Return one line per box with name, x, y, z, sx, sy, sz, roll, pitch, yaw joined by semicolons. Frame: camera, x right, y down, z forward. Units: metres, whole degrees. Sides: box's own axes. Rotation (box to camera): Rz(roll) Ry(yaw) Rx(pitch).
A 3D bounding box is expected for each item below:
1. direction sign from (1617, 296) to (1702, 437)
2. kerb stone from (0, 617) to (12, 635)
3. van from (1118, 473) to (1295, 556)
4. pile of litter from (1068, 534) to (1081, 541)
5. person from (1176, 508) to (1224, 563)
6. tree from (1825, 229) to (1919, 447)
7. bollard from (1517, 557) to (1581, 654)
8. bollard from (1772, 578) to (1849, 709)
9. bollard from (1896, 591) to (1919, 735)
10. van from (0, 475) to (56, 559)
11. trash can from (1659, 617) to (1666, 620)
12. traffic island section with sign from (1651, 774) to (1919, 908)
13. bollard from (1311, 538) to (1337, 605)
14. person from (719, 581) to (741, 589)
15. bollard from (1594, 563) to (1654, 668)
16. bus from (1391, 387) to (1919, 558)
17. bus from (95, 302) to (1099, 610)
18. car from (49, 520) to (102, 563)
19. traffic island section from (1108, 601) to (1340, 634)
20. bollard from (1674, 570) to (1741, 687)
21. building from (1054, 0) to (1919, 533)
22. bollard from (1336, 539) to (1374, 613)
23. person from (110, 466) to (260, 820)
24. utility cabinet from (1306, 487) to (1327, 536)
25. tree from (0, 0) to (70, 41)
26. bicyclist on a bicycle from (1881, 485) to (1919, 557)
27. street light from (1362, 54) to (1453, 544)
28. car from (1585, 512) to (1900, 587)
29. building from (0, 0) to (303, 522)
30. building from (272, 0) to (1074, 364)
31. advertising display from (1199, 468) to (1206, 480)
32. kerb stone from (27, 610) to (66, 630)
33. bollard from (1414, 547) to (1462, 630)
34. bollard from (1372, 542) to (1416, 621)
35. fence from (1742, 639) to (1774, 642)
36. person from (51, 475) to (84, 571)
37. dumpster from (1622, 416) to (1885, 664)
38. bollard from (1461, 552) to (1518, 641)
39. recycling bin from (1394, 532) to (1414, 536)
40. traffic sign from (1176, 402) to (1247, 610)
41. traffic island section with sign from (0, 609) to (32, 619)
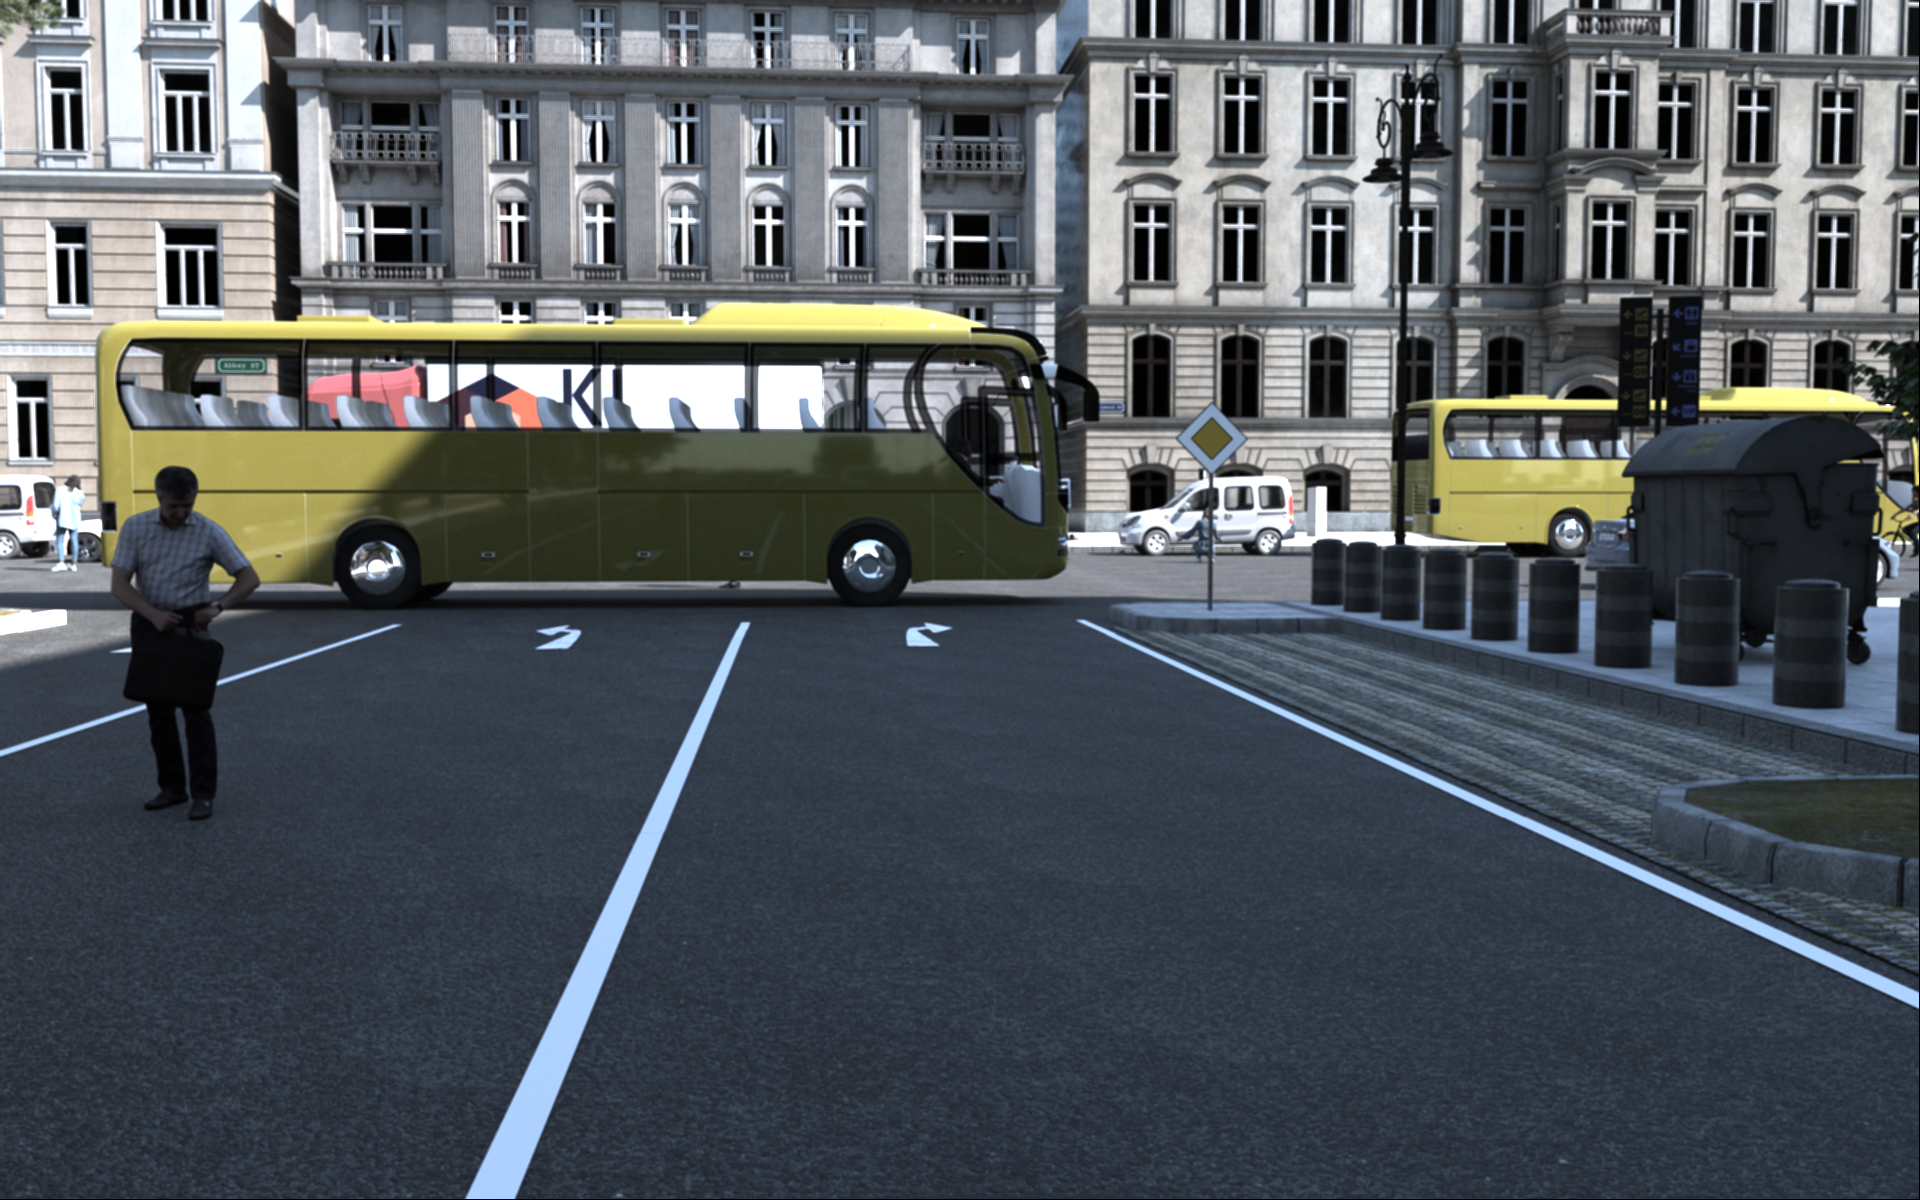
direction sign;8.045;-1.712;19.989;0.876;3.537;0.379;1;4;13
kerb stone;-9.806;0.280;17.624;0.120;0.150;1.000;0;4;-5
van;5.793;-2.076;40.946;4.112;2.044;2.013;0;4;-3
pile of litter;2.555;-2.093;48.192;1.176;0.858;1.719;-3;5;-42
person;5.030;-1.358;36.196;1.012;1.151;0.738;0;4;5
tree;6.568;-0.985;10.701;1.663;3.219;1.824;0;3;0
bollard;4.838;0.037;14.106;0.404;0.777;0.398;0;3;0
bollard;5.163;0.257;10.516;0.404;0.777;0.398;0;3;0
bollard;5.274;0.330;9.319;0.404;0.777;0.398;0;3;0
van;-22.362;-1.935;38.641;4.112;2.044;2.013;0;4;-4
trash can;7.322;-0.376;17.808;0.748;1.137;0.748;0;3;0
traffic island section with sign;3.901;0.111;6.815;1.989;1.847;2.006;0;4;-5
bollard;4.285;-0.330;20.114;0.404;0.777;0.398;0;3;0
person;-3.507;-1.084;26.349;0.434;1.807;0.598;2;4;29
bollard;4.947;0.111;12.909;0.404;0.777;0.398;0;3;0
bus;16.349;-2.981;40.288;12.252;3.916;2.896;0;4;-7
bus;-4.468;-1.904;22.679;12.252;3.916;2.896;0;4;-5
car;-16.882;-1.515;37.126;4.827;1.381;2.083;0;4;-7
traffic island section;2.777;0.193;19.119;2.009;0.180;2.903;0;4;-5
bollard;5.055;0.184;11.712;0.404;0.777;0.398;0;3;0
building;20.508;-14.913;62.911;34.723;24.649;14.460;0;4;-5
bollard;4.394;-0.256;18.909;0.404;0.777;0.398;0;3;0
person;-3.470;0.180;7.775;0.614;1.554;0.590;-1;4;-14
utility cabinet;10.768;-2.671;52.347;0.318;1.500;1.173;2;4;26
tree;-10.971;-6.305;12.965;7.806;13.903;7.818;0;3;0
bicyclist on a bicycle;20.385;-1.649;36.982;1.625;1.676;1.499;0;4;-4
street light;4.817;-2.816;18.826;0.468;5.910;1.993;0;4;-5
car;11.920;-0.882;26.418;4.499;1.417;2.014;0;4;-4
building;-31.062;-16.600;57.313;20.117;28.700;13.634;0;4;-5
building;-9.039;-13.297;59.214;24.055;21.916;13.314;0;4;-5
advertising display;6.129;-2.360;43.792;0.123;1.923;0.974;1;4;12
kerb stone;-9.900;0.220;18.645;0.120;0.150;1.000;0;4;-5
bollard;4.619;-0.109;16.499;0.404;0.777;0.398;0;3;0
bollard;4.509;-0.183;17.712;0.404;0.777;0.398;0;3;0
fence;7.226;-0.036;15.967;0.278;0.683;2.069;1;4;17
person;-16.703;-1.446;32.410;0.793;1.790;0.793;0;4;8
dumpster;6.238;-0.485;13.696;1.264;1.857;1.865;0;4;-5
bollard;4.727;-0.036;15.302;0.404;0.777;0.398;0;3;0
recycling bin;13.902;-2.516;53.697;0.722;1.027;0.722;0;4;-2
traffic sign;2.754;-0.942;19.039;0.795;2.450;0.064;0;4;-5
traffic island section with sign;-10.905;-0.610;18.110;2.006;1.907;1.989;0;4;-5
